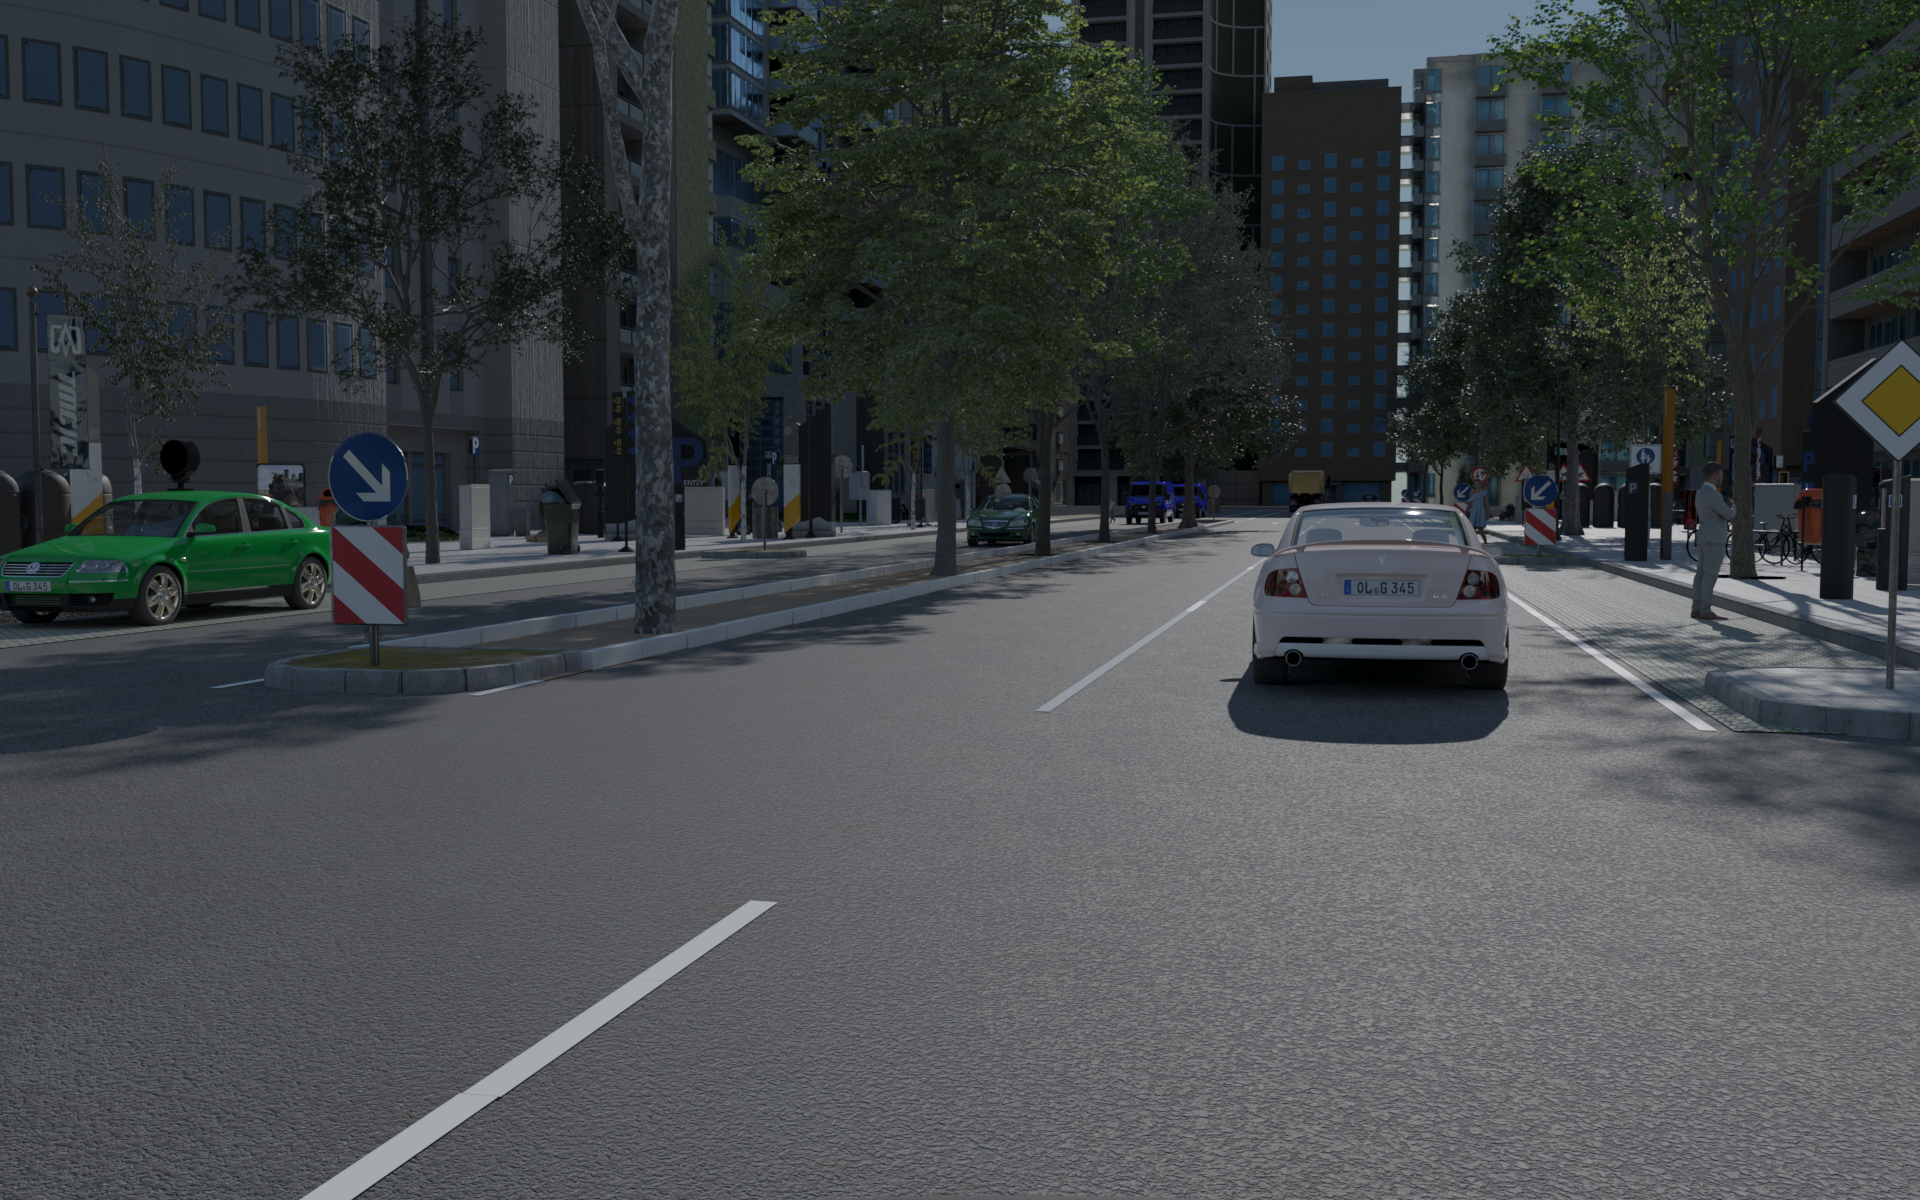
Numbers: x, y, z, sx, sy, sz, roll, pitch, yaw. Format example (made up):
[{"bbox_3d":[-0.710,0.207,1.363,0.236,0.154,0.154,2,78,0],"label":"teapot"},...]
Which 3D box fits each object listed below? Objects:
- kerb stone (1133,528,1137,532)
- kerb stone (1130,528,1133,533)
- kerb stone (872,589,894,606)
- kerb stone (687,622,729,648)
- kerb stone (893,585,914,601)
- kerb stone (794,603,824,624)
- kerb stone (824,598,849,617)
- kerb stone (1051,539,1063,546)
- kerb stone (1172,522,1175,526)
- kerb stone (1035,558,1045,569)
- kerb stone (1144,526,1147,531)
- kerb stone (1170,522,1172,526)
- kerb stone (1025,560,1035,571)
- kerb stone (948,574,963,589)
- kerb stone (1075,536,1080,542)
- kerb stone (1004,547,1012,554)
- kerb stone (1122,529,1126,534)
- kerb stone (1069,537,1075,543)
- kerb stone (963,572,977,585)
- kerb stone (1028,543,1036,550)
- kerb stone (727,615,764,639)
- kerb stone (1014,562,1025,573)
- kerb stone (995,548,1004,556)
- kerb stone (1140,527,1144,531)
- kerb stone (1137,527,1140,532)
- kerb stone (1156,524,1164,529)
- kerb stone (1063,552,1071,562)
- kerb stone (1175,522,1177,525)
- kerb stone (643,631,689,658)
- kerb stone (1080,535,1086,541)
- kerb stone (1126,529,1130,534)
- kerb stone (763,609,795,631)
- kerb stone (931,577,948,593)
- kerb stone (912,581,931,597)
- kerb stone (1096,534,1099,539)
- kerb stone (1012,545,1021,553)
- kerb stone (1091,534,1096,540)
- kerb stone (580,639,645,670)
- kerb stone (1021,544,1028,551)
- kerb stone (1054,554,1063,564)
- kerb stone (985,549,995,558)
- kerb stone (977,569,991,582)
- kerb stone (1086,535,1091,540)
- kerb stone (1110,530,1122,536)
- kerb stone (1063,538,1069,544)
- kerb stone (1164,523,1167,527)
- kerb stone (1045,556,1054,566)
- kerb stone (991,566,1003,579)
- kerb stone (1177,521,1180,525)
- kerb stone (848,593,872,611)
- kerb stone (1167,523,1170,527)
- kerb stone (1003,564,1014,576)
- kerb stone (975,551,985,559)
[{"bbox_3d":[6.323,-2.558,64.011,0.120,0.150,1.000,1,4,13],"label":"kerb stone"},{"bbox_3d":[6.092,-2.497,63.015,0.120,0.150,1.000,1,4,13],"label":"kerb stone"},{"bbox_3d":[-1.084,-0.020,22.542,0.120,0.150,1.000,1,4,13],"label":"kerb stone"},{"bbox_3d":[-2.466,0.350,16.555,0.120,0.150,1.000,1,4,13],"label":"kerb stone"},{"bbox_3d":[-0.850,-0.082,23.537,0.120,0.150,1.000,1,4,13],"label":"kerb stone"},{"bbox_3d":[-1.773,0.162,19.546,0.120,0.150,1.000,1,4,13],"label":"kerb stone"},{"bbox_3d":[-1.543,0.102,20.550,0.120,0.150,1.000,1,4,13],"label":"kerb stone"},{"bbox_3d":[2.639,-1.580,48.027,0.120,0.150,1.000,1,4,13],"label":"kerb stone"},{"bbox_3d":[9.328,-3.353,77.021,0.120,0.150,1.000,1,4,13],"label":"kerb stone"},{"bbox_3d":[1.449,-0.692,33.547,0.120,0.150,1.000,1,4,13],"label":"kerb stone"},{"bbox_3d":[7.019,-2.741,67.012,0.120,0.150,1.000,1,4,13],"label":"kerb stone"},{"bbox_3d":[9.092,-3.291,76.007,0.120,0.150,1.000,1,4,13],"label":"kerb stone"},{"bbox_3d":[1.217,-0.633,32.538,0.120,0.150,1.000,1,4,13],"label":"kerb stone"},{"bbox_3d":[-0.164,-0.265,26.536,0.120,0.150,1.000,1,4,13],"label":"kerb stone"},{"bbox_3d":[3.335,-1.764,51.034,0.120,0.150,1.000,1,4,13],"label":"kerb stone"},{"bbox_3d":[1.021,-1.152,41.039,0.120,0.150,1.000,1,4,13],"label":"kerb stone"},{"bbox_3d":[5.625,-2.372,61.023,0.120,0.150,1.000,1,4,13],"label":"kerb stone"},{"bbox_3d":[3.103,-1.703,50.038,0.120,0.150,1.000,1,4,13],"label":"kerb stone"},{"bbox_3d":[0.064,-0.327,27.541,0.120,0.150,1.000,1,4,13],"label":"kerb stone"},{"bbox_3d":[1.717,-1.335,44.035,0.120,0.150,1.000,1,4,13],"label":"kerb stone"},{"bbox_3d":[-2.237,0.284,17.552,0.120,0.150,1.000,1,4,13],"label":"kerb stone"},{"bbox_3d":[0.984,-0.572,31.542,0.120,0.150,1.000,1,4,13],"label":"kerb stone"},{"bbox_3d":[0.790,-1.091,40.041,0.120,0.150,1.000,1,4,13],"label":"kerb stone"},{"bbox_3d":[6.787,-2.680,66.017,0.120,0.150,1.000,1,4,13],"label":"kerb stone"},{"bbox_3d":[6.554,-2.616,65.014,0.120,0.150,1.000,1,4,13],"label":"kerb stone"},{"bbox_3d":[8.397,-3.107,72.994,0.120,0.150,1.000,1,4,13],"label":"kerb stone"},{"bbox_3d":[2.143,-0.878,36.558,0.120,0.150,1.000,1,4,13],"label":"kerb stone"},{"bbox_3d":[9.572,-3.414,78.014,0.120,0.150,1.000,1,4,13],"label":"kerb stone"},{"bbox_3d":[-2.705,0.408,15.560,0.120,0.150,1.000,1,4,13],"label":"kerb stone"},{"bbox_3d":[3.563,-1.822,52.030,0.120,0.150,1.000,1,4,13],"label":"kerb stone"},{"bbox_3d":[5.870,-2.436,62.017,0.120,0.150,1.000,1,4,13],"label":"kerb stone"},{"bbox_3d":[-2.013,0.223,18.549,0.120,0.150,1.000,1,4,13],"label":"kerb stone"},{"bbox_3d":[-0.395,-0.204,25.531,0.120,0.150,1.000,1,4,13],"label":"kerb stone"},{"bbox_3d":[-0.625,-0.143,24.534,0.120,0.150,1.000,1,4,13],"label":"kerb stone"},{"bbox_3d":[4.254,-2.008,55.018,0.120,0.150,1.000,1,4,13],"label":"kerb stone"},{"bbox_3d":[1.255,-1.214,42.044,0.120,0.150,1.000,1,4,13],"label":"kerb stone"},{"bbox_3d":[4.028,-1.947,54.021,0.120,0.150,1.000,1,4,13],"label":"kerb stone"},{"bbox_3d":[-2.928,0.467,14.562,0.120,0.150,1.000,1,4,13],"label":"kerb stone"},{"bbox_3d":[1.486,-1.274,43.040,0.120,0.150,1.000,1,4,13],"label":"kerb stone"},{"bbox_3d":[1.918,-0.815,35.540,0.120,0.150,1.000,1,4,13],"label":"kerb stone"},{"bbox_3d":[0.561,-1.030,39.045,0.120,0.150,1.000,1,4,13],"label":"kerb stone"},{"bbox_3d":[0.301,-0.388,28.536,0.120,0.150,1.000,1,4,13],"label":"kerb stone"},{"bbox_3d":[3.796,-1.885,53.026,0.120,0.150,1.000,1,4,13],"label":"kerb stone"},{"bbox_3d":[5.403,-2.313,60.017,0.120,0.150,1.000,1,4,13],"label":"kerb stone"},{"bbox_3d":[2.873,-1.638,49.029,0.120,0.150,1.000,1,4,13],"label":"kerb stone"},{"bbox_3d":[8.632,-3.168,73.990,0.120,0.150,1.000,1,4,13],"label":"kerb stone"},{"bbox_3d":[1.680,-0.755,34.542,0.120,0.150,1.000,1,4,13],"label":"kerb stone"},{"bbox_3d":[0.528,-0.446,29.542,0.120,0.150,1.000,1,4,13],"label":"kerb stone"},{"bbox_3d":[9.789,-3.471,79.014,0.120,0.150,1.000,1,4,13],"label":"kerb stone"},{"bbox_3d":[-1.316,0.040,21.546,0.120,0.150,1.000,1,4,13],"label":"kerb stone"},{"bbox_3d":[8.868,-3.229,74.997,0.120,0.150,1.000,1,4,13],"label":"kerb stone"},{"bbox_3d":[0.756,-0.510,30.538,0.120,0.150,1.000,1,4,13],"label":"kerb stone"},{"bbox_3d":[0.332,-0.970,38.048,0.120,0.150,1.000,1,4,13],"label":"kerb stone"}]
